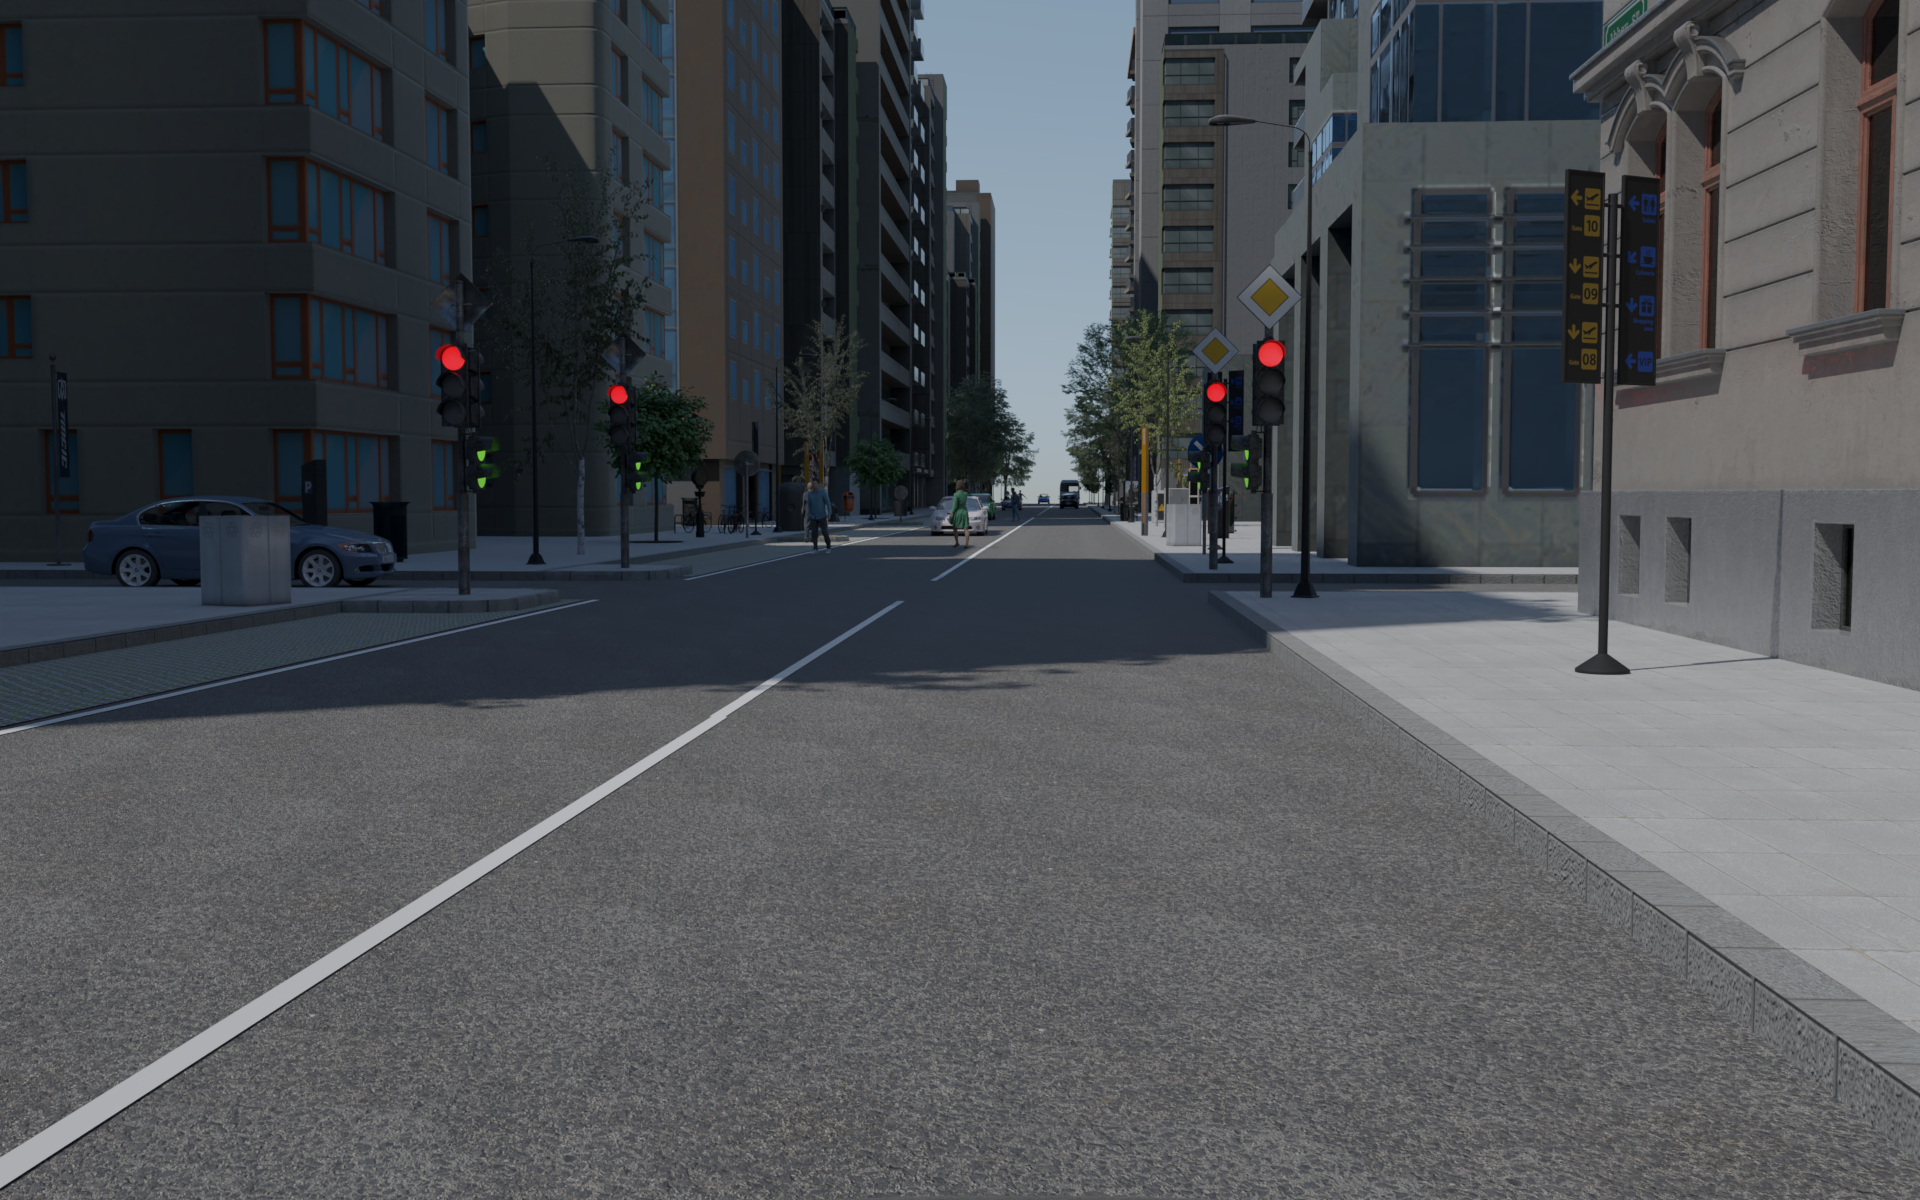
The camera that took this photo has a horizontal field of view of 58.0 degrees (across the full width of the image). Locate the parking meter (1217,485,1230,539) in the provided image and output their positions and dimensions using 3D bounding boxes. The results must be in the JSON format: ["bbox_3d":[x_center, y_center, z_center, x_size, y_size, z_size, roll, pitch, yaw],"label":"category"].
[{"bbox_3d":[7.579,-2.539,49.916,0.372,1.533,0.369,0,3,0],"label":"parking meter"}]

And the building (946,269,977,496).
[{"bbox_3d":[-5.149,-27.577,222.585,14.160,30.474,14.107,0,4,4],"label":"building"}]

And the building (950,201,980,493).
[{"bbox_3d":[-4.604,-33.806,236.321,14.154,41.232,14.086,0,4,4],"label":"building"}]

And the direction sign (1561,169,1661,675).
[{"bbox_3d":[4.618,-1.244,12.344,0.876,3.537,0.379,-2,4,-25],"label":"direction sign"}]

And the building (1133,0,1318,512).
[{"bbox_3d":[23.892,-36.105,132.320,21.231,58.520,28.212,0,4,4],"label":"building"}]

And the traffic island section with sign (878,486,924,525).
[{"bbox_3d":[-2.683,-4.327,79.367,1.989,1.847,2.006,0,4,4],"label":"traffic island section with sign"}]

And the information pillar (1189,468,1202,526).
[{"bbox_3d":[6.713,-2.748,49.428,0.304,2.012,0.304,2,4,24],"label":"information pillar"}]

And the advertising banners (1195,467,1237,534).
[{"bbox_3d":[8.207,-3.653,55.921,2.074,3.025,0.090,-3,4,-38],"label":"advertising banners"}]

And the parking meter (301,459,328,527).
[{"bbox_3d":[-10.961,-1.450,29.421,0.399,1.863,0.255,2,4,33],"label":"parking meter"}]

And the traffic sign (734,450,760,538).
[{"bbox_3d":[-6.205,-3.076,50.400,0.768,2.556,0.104,0,4,4],"label":"traffic sign"}]

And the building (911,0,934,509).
[{"bbox_3d":[-14.666,-31.952,142.023,23.786,49.044,30.456,0,4,4],"label":"building"}]

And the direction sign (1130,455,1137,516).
[{"bbox_3d":[10.199,-6.723,101.916,0.379,3.537,0.876,-1,4,-16],"label":"direction sign"}]

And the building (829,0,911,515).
[{"bbox_3d":[-14.862,-30.111,116.019,21.300,48.544,21.600,0,4,4],"label":"building"}]

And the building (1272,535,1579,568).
[{"bbox_3d":[23.162,-44.361,37.975,31.000,86.520,22.319,0,4,4],"label":"building"}]

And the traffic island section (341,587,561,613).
[{"bbox_3d":[-6.353,0.008,22.145,2.009,0.180,2.903,0,4,4],"label":"traffic island section"}]

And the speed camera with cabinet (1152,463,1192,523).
[{"bbox_3d":[9.563,-5.052,76.940,2.038,3.252,0.660,1,4,11],"label":"speed camera with cabinet"}]

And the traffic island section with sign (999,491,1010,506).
[{"bbox_3d":[5.839,-12.441,212.030,1.989,1.847,2.006,0,4,4],"label":"traffic island section with sign"}]

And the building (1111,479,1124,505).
[{"bbox_3d":[34.205,-31.496,206.835,32.217,40.220,23.993,0,4,4],"label":"building"}]

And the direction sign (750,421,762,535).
[{"bbox_3d":[-6.397,-3.803,54.175,0.379,3.537,0.876,-1,4,-17],"label":"direction sign"}]

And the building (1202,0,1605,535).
[{"bbox_3d":[22.750,-46.427,71.757,22.319,86.520,31.000,0,4,4],"label":"building"}]

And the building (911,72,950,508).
[{"bbox_3d":[-8.706,-29.392,164.155,14.154,41.232,14.086,0,4,4],"label":"building"}]

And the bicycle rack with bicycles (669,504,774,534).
[{"bbox_3d":[-8.016,-2.673,57.086,2.852,0.926,2.925,1,4,18],"label":"bicycle rack with bicycles"}]

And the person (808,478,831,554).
[{"bbox_3d":[-3.342,-2.018,41.506,0.660,1.820,0.620,1,4,21],"label":"person"}]

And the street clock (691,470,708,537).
[{"bbox_3d":[-7.693,-2.853,51.220,0.471,2.002,0.358,-3,5,-42],"label":"street clock"}]

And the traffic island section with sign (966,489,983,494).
[{"bbox_3d":[0.464,-7.326,128.413,1.989,1.847,2.006,0,4,4],"label":"traffic island section with sign"}]

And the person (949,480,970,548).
[{"bbox_3d":[0.017,-2.259,45.679,0.529,1.795,0.600,3,5,43],"label":"person"}]

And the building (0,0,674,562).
[{"bbox_3d":[-24.776,-12.341,46.814,27.650,21.520,28.899,0,4,4],"label":"building"}]

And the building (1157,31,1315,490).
[{"bbox_3d":[19.813,-20.830,112.273,14.160,30.474,14.107,0,4,4],"label":"building"}]

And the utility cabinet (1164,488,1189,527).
[{"bbox_3d":[8.279,-3.490,65.742,1.173,1.500,0.318,-3,4,-37],"label":"utility cabinet"}]

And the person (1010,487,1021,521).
[{"bbox_3d":[2.858,-5.026,91.019,0.721,1.781,0.623,-1,4,-23],"label":"person"}]

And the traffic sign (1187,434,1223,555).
[{"bbox_3d":[5.174,-2.232,36.607,0.768,2.556,0.104,1,4,10],"label":"traffic sign"}]

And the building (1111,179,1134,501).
[{"bbox_3d":[26.786,-33.225,226.819,14.154,41.232,14.086,0,4,4],"label":"building"}]

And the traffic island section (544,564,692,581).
[{"bbox_3d":[-5.841,-0.479,30.113,2.009,0.180,2.903,0,4,4],"label":"traffic island section"}]

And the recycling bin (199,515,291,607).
[{"bbox_3d":[-8.306,-0.464,20.141,0.722,1.027,0.722,2,4,25],"label":"recycling bin"}]

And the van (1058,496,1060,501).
[{"bbox_3d":[14.914,-14.563,245.109,2.013,2.044,4.112,0,4,2],"label":"van"}]

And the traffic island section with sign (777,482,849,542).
[{"bbox_3d":[-4.405,-2.681,52.467,1.989,1.847,2.006,0,4,4],"label":"traffic island section with sign"}]

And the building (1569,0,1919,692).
[{"bbox_3d":[12.201,-13.400,6.474,14.401,28.519,23.554,0,4,4],"label":"building"}]

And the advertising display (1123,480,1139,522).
[{"bbox_3d":[7.974,-4.620,80.751,0.974,1.923,0.123,-3,5,-42],"label":"advertising display"}]

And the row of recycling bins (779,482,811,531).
[{"bbox_3d":[-5.751,-3.299,61.053,1.069,1.692,3.534,0,4,4],"label":"row of recycling bins"}]

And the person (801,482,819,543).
[{"bbox_3d":[-4.355,-2.557,50.733,0.576,1.772,0.534,0,4,-6],"label":"person"}]

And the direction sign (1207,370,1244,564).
[{"bbox_3d":[4.892,-2.447,32.008,0.379,3.537,0.876,-3,5,-39],"label":"direction sign"}]

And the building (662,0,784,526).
[{"bbox_3d":[-15.848,-26.046,75.958,14.600,45.320,14.200,0,4,4],"label":"building"}]

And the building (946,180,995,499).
[{"bbox_3d":[-2.112,-36.726,250.576,14.600,45.320,14.200,0,4,4],"label":"building"}]

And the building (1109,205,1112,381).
[{"bbox_3d":[32.470,-36.286,247.897,22.147,44.769,28.867,0,4,4],"label":"building"}]

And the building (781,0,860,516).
[{"bbox_3d":[-13.561,-19.983,98.423,14.160,30.474,14.107,0,4,4],"label":"building"}]

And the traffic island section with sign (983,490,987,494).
[{"bbox_3d":[2.205,-8.984,155.510,1.989,1.847,2.006,0,4,4],"label":"traffic island section with sign"}]

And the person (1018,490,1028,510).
[{"bbox_3d":[5.593,-9.309,160.705,1.348,1.824,0.705,-1,4,-9],"label":"person"}]

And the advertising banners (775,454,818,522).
[{"bbox_3d":[-7.175,-4.887,76.082,2.074,3.025,0.090,1,4,20],"label":"advertising banners"}]

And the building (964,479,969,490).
[{"bbox_3d":[-15.194,-31.315,203.876,32.217,40.220,23.993,0,4,4],"label":"building"}]

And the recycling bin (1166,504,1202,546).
[{"bbox_3d":[5.534,-1.851,42.812,0.722,1.027,0.722,0,4,-8],"label":"recycling bin"}]

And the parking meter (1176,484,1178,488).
[{"bbox_3d":[12.839,-5.859,101.502,0.255,1.863,0.399,2,4,23],"label":"parking meter"}]

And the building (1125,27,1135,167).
[{"bbox_3d":[26.690,-31.034,162.028,22.147,44.769,28.867,0,4,4],"label":"building"}]
